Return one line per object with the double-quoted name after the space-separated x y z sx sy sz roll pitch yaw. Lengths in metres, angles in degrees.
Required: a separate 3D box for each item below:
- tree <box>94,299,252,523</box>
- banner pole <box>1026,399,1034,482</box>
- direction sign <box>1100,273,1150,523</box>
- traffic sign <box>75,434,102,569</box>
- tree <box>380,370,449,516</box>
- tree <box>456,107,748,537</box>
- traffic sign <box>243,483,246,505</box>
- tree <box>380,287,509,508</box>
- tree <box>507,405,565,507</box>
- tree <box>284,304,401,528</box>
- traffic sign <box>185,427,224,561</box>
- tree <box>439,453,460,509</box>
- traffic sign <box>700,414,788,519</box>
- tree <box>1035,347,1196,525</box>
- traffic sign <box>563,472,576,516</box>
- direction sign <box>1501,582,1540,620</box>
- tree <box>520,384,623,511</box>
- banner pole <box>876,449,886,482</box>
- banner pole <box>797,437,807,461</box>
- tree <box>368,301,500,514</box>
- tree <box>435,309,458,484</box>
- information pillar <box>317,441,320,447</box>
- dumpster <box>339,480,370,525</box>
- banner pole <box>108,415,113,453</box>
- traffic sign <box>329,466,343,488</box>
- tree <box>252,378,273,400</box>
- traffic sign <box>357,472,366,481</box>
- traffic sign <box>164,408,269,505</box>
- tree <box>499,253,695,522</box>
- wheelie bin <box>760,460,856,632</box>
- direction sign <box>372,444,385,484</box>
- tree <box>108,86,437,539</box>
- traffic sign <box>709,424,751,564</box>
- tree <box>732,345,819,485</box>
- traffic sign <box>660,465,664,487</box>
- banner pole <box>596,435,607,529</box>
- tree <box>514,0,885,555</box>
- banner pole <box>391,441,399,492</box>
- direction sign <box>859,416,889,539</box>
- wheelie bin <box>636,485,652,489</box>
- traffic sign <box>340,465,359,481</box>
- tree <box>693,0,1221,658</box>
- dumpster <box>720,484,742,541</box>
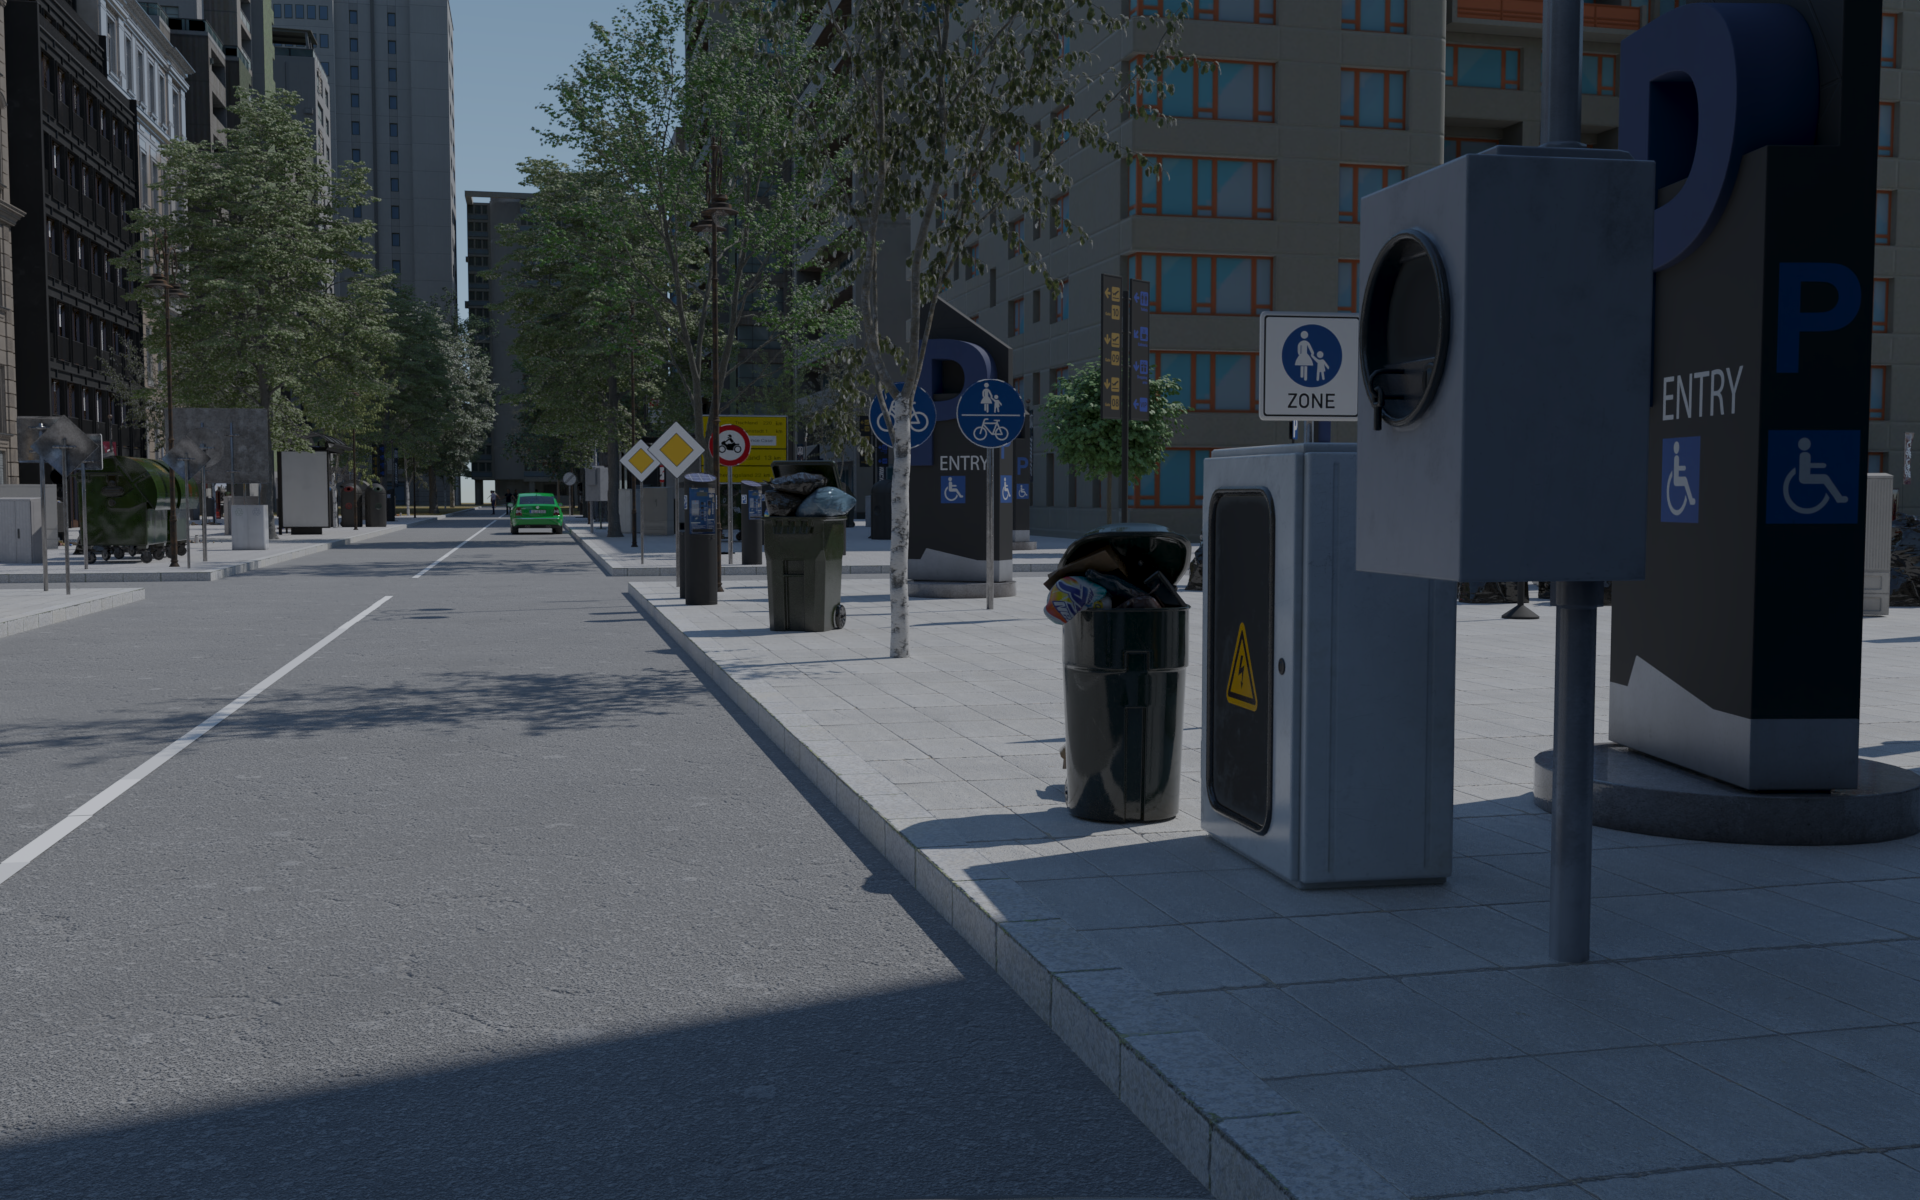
-28.082 -6.805 61.627 4.360 8.622 3.978 0 3 0 "tree"
1.824 -3.381 45.291 0.401 3.779 0.863 -1 4 -10 "banner pole"
1.734 -1.603 18.204 0.379 3.537 0.876 3 5 39 "direction sign"
-14.894 -1.671 29.458 0.606 2.300 0.079 0 4 -5 "traffic sign"
-32.595 -9.321 102.766 4.360 8.622 3.978 0 3 0 "tree"
-10.173 -8.127 50.996 7.486 12.596 7.792 0 3 0 "tree"
-17.211 -2.420 41.695 0.606 2.300 0.079 0 4 -4 "traffic sign"
-48.219 -18.645 160.733 12.611 20.169 13.585 0 3 0 "tree"
-40.963 -16.250 176.057 12.009 13.543 11.850 0 3 0 "tree"
-23.449 -7.014 65.036 4.737 8.622 4.395 0 3 0 "tree"
-14.384 -2.007 32.926 0.768 2.556 0.104 0 4 -7 "traffic sign"
-43.042 -11.856 144.210 4.737 8.622 4.395 0 3 0 "tree"
-5.550 -3.099 44.541 2.265 3.308 0.079 -1 4 -12 "traffic sign"
3.287 -3.254 36.918 4.285 4.588 4.351 0 3 0 "tree"
-22.951 -6.223 101.856 0.768 2.556 0.104 0 4 -7 "traffic sign"
5.784 -1.576 17.769 0.379 3.537 0.876 2 4 26 "direction sign"
-28.916 -13.789 132.110 9.857 13.997 8.962 0 3 0 "tree"
-4.020 -5.835 85.421 0.863 3.779 0.401 1 4 12 "banner pole"
-6.927 -5.271 76.204 0.401 3.779 0.863 -3 5 -44 "banner pole"
-34.708 -12.677 113.928 9.857 13.997 8.962 0 3 0 "tree"
-28.673 -10.339 87.170 7.486 12.596 7.792 0 3 0 "tree"
-28.364 -5.215 76.627 0.183 3.616 0.504 -2 4 -25 "information pillar"
-24.419 -3.933 70.070 1.264 1.857 1.865 -1 4 -14 "dumpster"
-26.650 -3.941 54.450 0.401 3.779 0.863 -2 4 -30 "banner pole"
-28.647 -4.861 79.579 0.768 2.556 0.104 0 4 -6 "traffic sign"
-32.963 -7.727 76.698 4.360 8.622 3.978 0 3 0 "tree"
-28.382 -4.923 81.671 0.795 2.450 0.064 0 4 -8 "traffic sign"
-17.587 -2.885 41.038 2.265 3.308 0.079 -1 4 -13 "traffic sign"
-16.339 -9.962 79.886 9.611 12.733 9.660 0 3 0 "tree"
-1.443 -0.514 16.308 0.980 1.594 0.693 1 4 16 "wheelie bin"
-26.454 -5.309 78.805 0.379 3.537 0.876 1 4 17 "direction sign"
-19.484 -7.968 48.407 7.486 12.596 7.792 0 3 0 "tree"
-4.202 -1.930 31.658 0.768 2.556 0.104 -1 4 -10 "traffic sign"
-9.024 -8.225 84.845 4.737 8.622 4.395 0 3 0 "tree"
-12.860 -4.572 74.855 0.768 2.556 0.104 0 4 -7 "traffic sign"
-13.152 -4.455 62.856 0.401 3.779 0.863 1 4 13 "banner pole"
-5.347 -6.764 36.352 9.928 11.665 9.643 0 3 0 "tree"
-26.720 -5.620 81.905 0.401 3.779 0.863 0 4 5 "banner pole"
-2.481 -3.549 50.018 0.876 3.537 0.379 1 4 17 "direction sign"
-10.791 -3.116 58.847 0.980 1.594 0.693 -2 4 -30 "wheelie bin"
-26.282 -4.558 74.624 0.768 2.556 0.104 -1 4 -12 "traffic sign"
-0.310 -3.864 13.531 4.360 8.622 3.978 0 3 0 "tree"
-6.293 -2.703 46.682 1.502 2.255 1.985 -1 4 -14 "dumpster"
